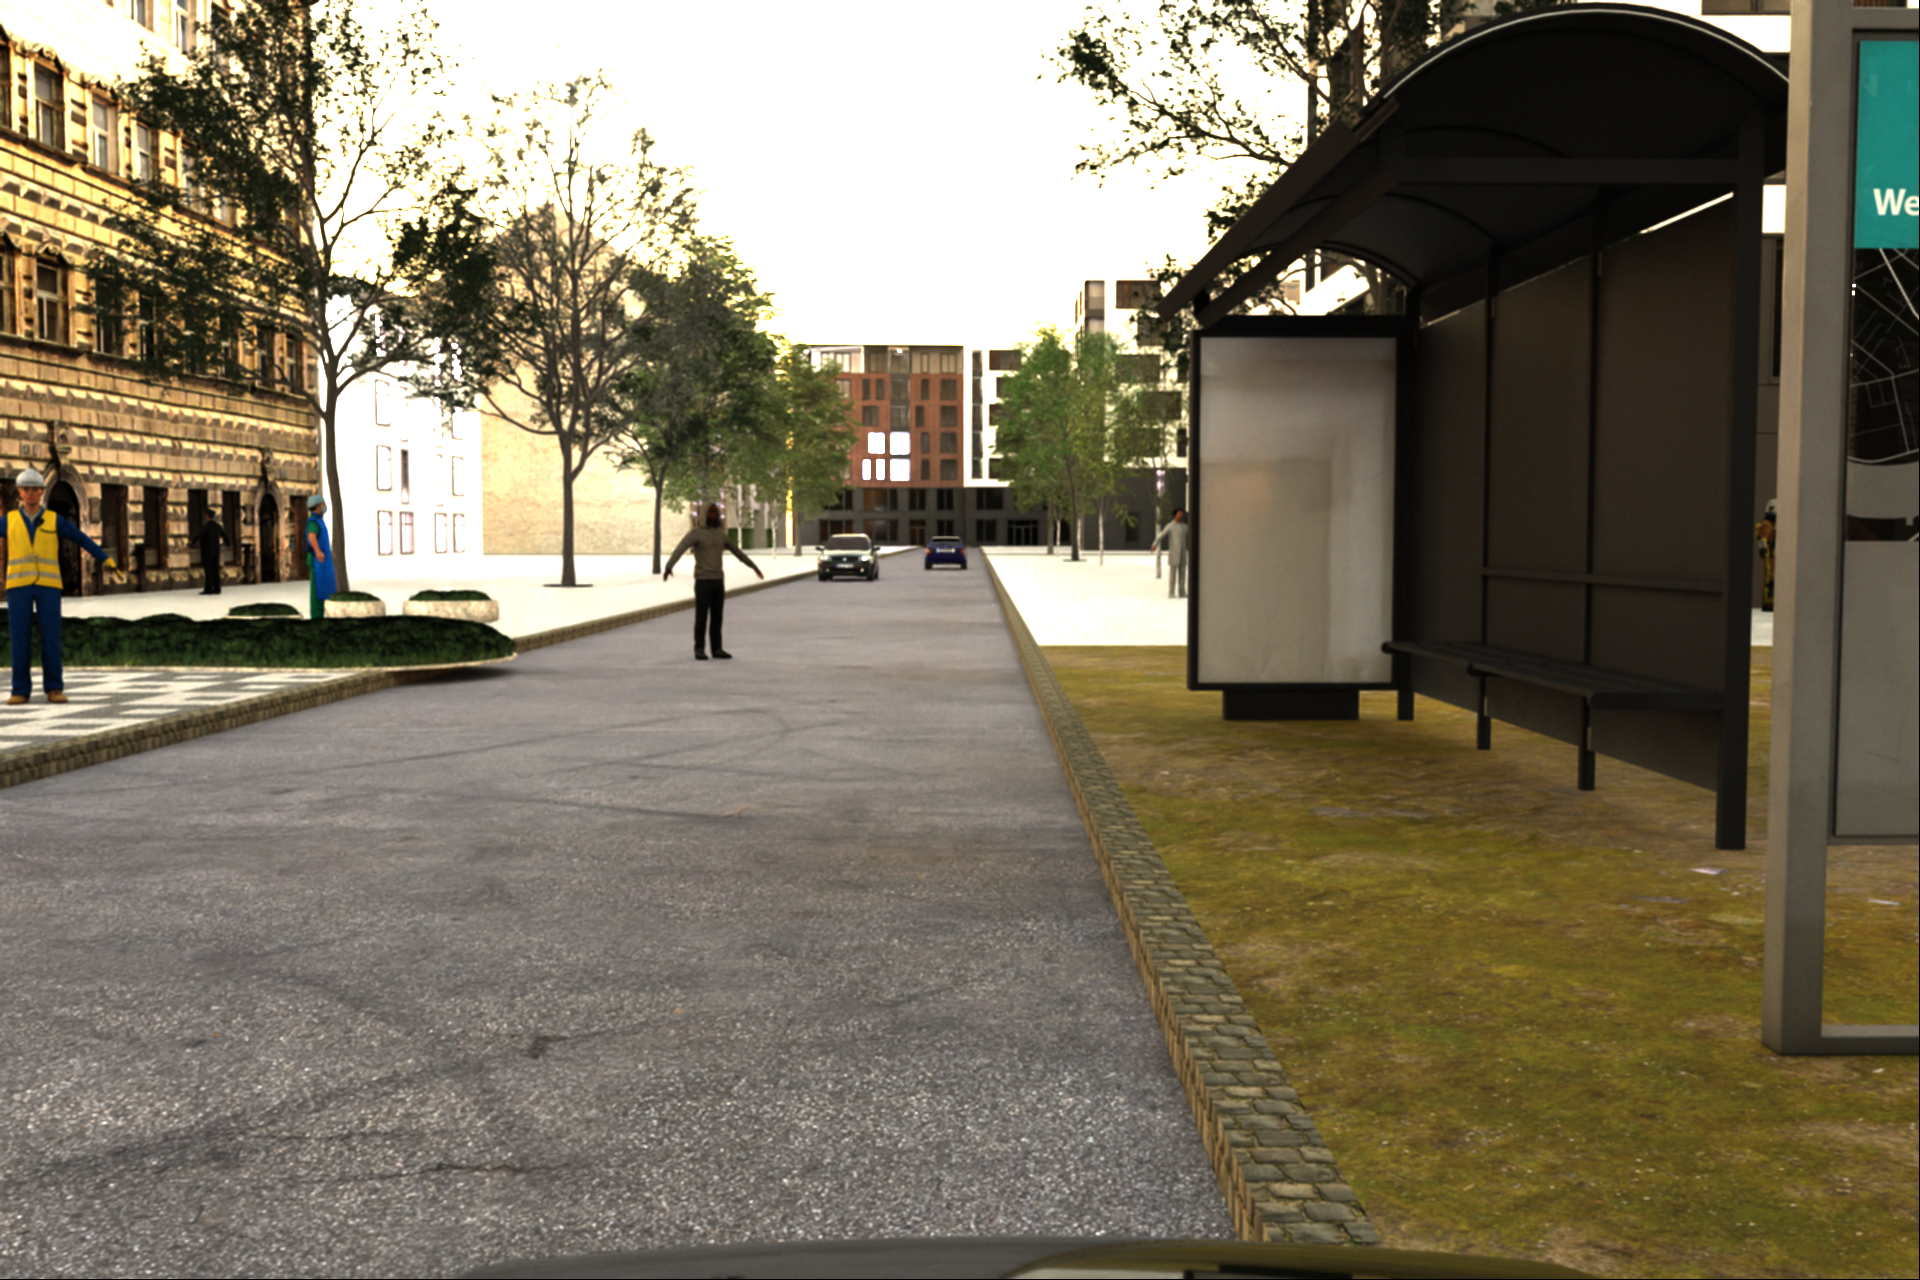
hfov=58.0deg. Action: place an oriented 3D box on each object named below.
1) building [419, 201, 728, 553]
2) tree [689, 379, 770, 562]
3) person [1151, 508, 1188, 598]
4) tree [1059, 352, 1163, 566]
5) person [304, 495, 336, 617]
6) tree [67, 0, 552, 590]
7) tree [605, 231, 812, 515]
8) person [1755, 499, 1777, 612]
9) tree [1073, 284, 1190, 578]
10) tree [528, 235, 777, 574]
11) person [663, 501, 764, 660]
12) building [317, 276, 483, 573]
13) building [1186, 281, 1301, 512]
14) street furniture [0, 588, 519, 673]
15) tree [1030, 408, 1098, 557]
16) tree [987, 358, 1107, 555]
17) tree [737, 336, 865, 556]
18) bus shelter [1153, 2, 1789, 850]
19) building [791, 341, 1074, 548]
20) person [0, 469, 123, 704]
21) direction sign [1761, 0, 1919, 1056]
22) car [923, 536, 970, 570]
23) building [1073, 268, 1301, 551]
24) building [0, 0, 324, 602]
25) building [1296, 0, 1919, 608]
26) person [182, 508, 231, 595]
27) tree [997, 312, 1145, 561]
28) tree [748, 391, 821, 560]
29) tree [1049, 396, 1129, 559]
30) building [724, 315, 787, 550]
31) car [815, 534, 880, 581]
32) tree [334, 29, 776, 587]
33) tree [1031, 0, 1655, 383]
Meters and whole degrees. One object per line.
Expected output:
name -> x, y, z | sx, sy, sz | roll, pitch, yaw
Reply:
building -> -27.145, -17.897, 123.550 | 19.493, 23.208, 18.063 | 0, 4, 0
tree -> -9.790, -7.829, 78.371 | 4.360, 8.622, 3.978 | 0, 3, 0
person -> 4.412, -1.760, 34.968 | 1.347, 1.806, 0.705 | -2, 4, -23
tree -> 5.916, -7.325, 70.131 | 4.737, 8.622, 4.395 | 0, 3, 0
person -> -8.762, -1.078, 23.744 | 0.704, 1.817, 1.347 | -1, 4, -14
tree -> -10.192, -5.683, 27.327 | 7.601, 10.594, 8.767 | -2, 4, -27
tree -> -9.445, -8.988, 65.085 | 7.486, 12.596, 7.792 | 0, 3, 0
person -> 13.474, -1.399, 28.643 | 1.354, 1.858, 0.705 | -3, 5, -43
tree -> 5.985, -6.104, 50.160 | 4.360, 8.622, 3.978 | 0, 3, 0
tree -> -9.791, -7.376, 55.008 | 8.767, 10.594, 7.601 | 0, 4, 3
person -> -2.860, -0.690, 19.865 | 1.348, 1.813, 0.705 | -3, 5, -42
building -> -24.102, -7.852, 70.533 | 9.099, 9.664, 28.070 | 0, 4, 0
building -> 22.304, -16.758, 130.407 | 16.016, 20.090, 11.380 | 0, 4, 0
street furniture -> -9.622, -0.146, 18.013 | 10.072, 0.657, 5.734 | 0, 4, -5
tree -> 5.408, -9.054, 98.394 | 4.360, 8.622, 3.978 | 0, 3, 0
tree -> 5.180, -11.532, 106.679 | 7.486, 12.596, 7.792 | 0, 3, 0
tree -> -9.386, -11.136, 100.208 | 7.486, 12.596, 7.792 | 0, 3, 0
bus shelter -> 2.392, -0.946, 9.388 | 2.014, 3.302, 5.546 | 0, 4, -1
building -> -2.314, -21.371, 195.843 | 32.646, 21.610, 27.936 | 0, 4, -3
person -> -7.000, -0.405, 13.090 | 1.216, 1.772, 0.721 | -2, 4, -26
direction sign -> 2.076, -0.909, 3.628 | 2.525, 3.948, 1.411 | 0, 4, -1
car -> -0.563, -3.589, 71.263 | 1.945, 1.354, 3.894 | 0, 4, 0
building -> 23.587, -18.701, 149.733 | 27.936, 21.610, 32.646 | 0, 4, 0
building -> -27.099, -12.727, 39.019 | 19.493, 23.208, 18.063 | 0, 4, -1
building -> 22.471, -12.325, 45.493 | 27.936, 21.610, 32.646 | 0, 3, 0
person -> -15.923, -1.886, 36.764 | 0.705, 1.837, 1.347 | 1, 4, 19
tree -> 5.315, -9.546, 81.838 | 9.928, 11.665, 9.643 | 0, 3, 0
tree -> -9.314, -8.311, 86.246 | 4.360, 8.622, 3.978 | 0, 3, 0
tree -> 5.942, -8.496, 89.267 | 4.360, 8.622, 3.978 | 0, 3, 0
building -> -25.651, -17.549, 153.385 | 16.747, 18.905, 31.486 | 0, 4, 1
car -> -3.462, -2.707, 54.045 | 2.009, 1.686, 4.222 | 0, 3, 0
tree -> -9.489, -8.049, 41.970 | 12.009, 13.543, 11.850 | 0, 3, 0
tree -> 5.391, -5.316, 21.331 | 8.767, 10.594, 7.601 | -3, 4, -39
